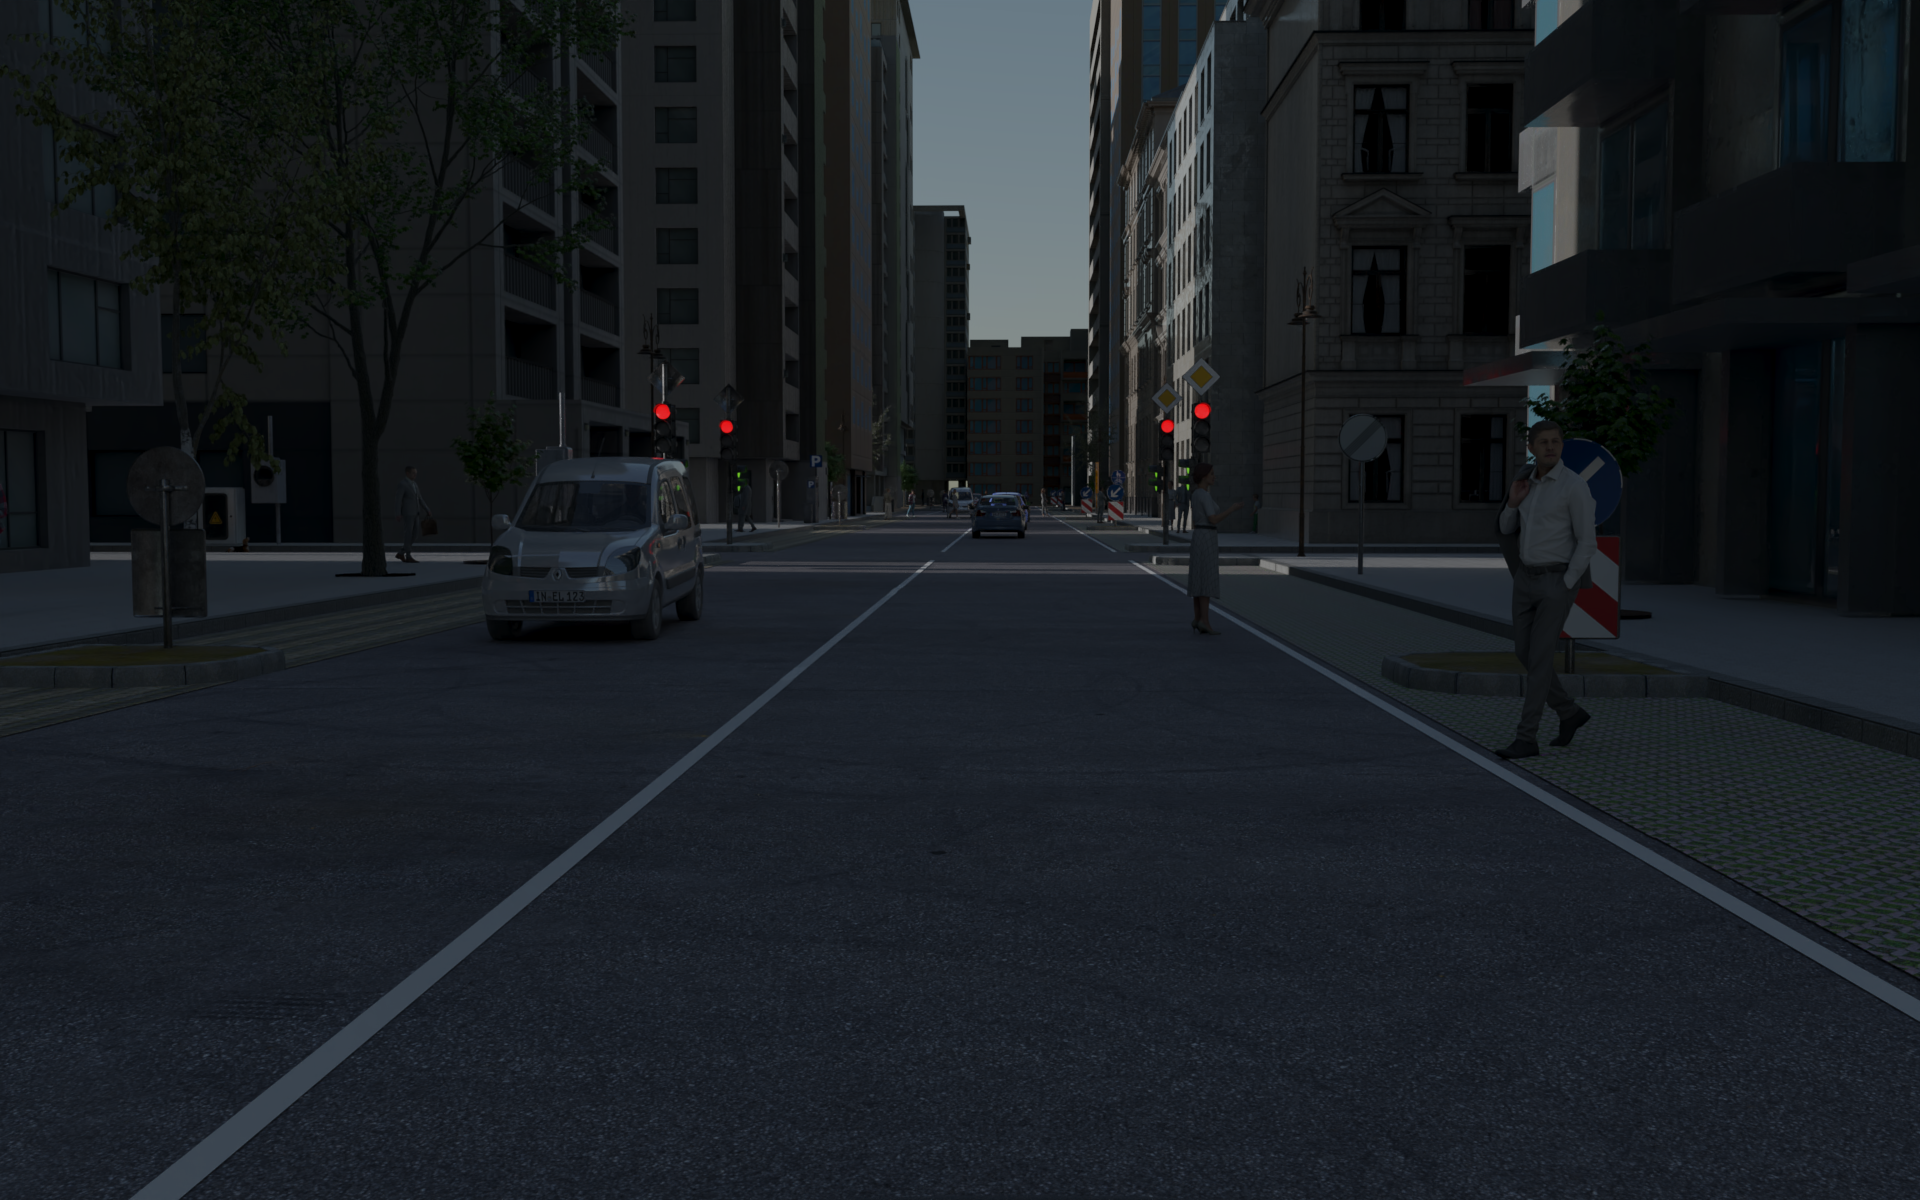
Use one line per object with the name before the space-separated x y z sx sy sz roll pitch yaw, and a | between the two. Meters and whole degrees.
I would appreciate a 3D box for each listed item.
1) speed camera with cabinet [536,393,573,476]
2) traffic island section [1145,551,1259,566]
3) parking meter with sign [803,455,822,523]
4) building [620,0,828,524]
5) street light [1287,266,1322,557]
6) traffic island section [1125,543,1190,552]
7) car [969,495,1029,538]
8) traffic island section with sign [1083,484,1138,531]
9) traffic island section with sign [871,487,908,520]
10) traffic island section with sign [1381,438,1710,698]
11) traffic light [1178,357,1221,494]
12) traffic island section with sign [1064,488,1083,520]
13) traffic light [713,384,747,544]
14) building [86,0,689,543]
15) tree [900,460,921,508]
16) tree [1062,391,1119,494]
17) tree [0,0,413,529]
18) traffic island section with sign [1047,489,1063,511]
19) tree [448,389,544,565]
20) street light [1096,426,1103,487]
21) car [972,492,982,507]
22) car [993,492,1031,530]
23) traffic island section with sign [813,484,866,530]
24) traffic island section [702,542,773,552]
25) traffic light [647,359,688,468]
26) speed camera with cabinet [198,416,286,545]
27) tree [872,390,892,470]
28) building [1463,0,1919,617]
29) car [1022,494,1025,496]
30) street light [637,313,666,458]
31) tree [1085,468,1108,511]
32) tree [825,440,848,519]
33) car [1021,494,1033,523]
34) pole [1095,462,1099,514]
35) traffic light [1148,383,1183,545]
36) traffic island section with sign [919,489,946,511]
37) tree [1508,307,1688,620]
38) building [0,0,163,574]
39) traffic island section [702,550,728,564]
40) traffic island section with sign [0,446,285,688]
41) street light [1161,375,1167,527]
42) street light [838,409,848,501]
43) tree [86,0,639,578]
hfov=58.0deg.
speed camera with cabinet | -7.935 -2.463 34.600 0.660 3.252 2.038 0 4 1
traffic island section | 4.986 -0.832 35.886 2.009 0.180 2.903 0 4 2
parking meter with sign | -6.543 -4.916 76.632 0.543 3.016 1.738 0 4 8
building | -13.914 -18.846 79.839 14.160 30.474 14.107 0 4 2
street light | 7.002 -3.826 35.346 0.468 5.910 1.993 0 4 2
traffic island section | 5.233 -1.320 43.868 2.009 0.180 2.903 0 4 2
car | 1.282 -2.771 57.314 2.014 1.417 4.499 0 4 2
traffic island section with sign | 6.001 -3.659 68.454 1.989 1.847 2.006 0 4 2
traffic island section with sign | -3.944 -5.403 96.967 1.989 1.847 2.006 0 4 2
traffic island section with sign | 4.285 -0.272 13.074 1.989 1.847 2.006 0 4 2
traffic light | 4.947 -2.866 35.773 0.839 4.253 0.868 0 4 2
traffic island section with sign | 6.833 -5.307 95.397 1.989 1.847 2.006 0 4 2
traffic light | -5.863 -3.374 44.079 0.839 4.253 0.868 0 4 2
building | -19.672 -37.627 53.450 20.563 71.187 20.611 0 4 2
tree | -5.215 -11.044 164.284 4.285 4.588 4.351 0 3 0
tree | 9.465 -10.549 122.838 4.360 8.622 3.978 0 3 0
tree | -8.763 -4.264 20.077 4.737 8.622 4.395 0 3 0
traffic island section with sign | 8.382 -8.376 145.573 1.989 1.847 2.006 0 4 2
tree | -8.511 -2.283 31.925 1.663 3.219 1.824 0 3 0
street light | 9.517 -8.894 118.208 0.468 5.910 1.993 0 4 2
car | 1.147 -8.346 145.490 2.155 1.783 4.494 0 4 3
car | 1.875 -3.667 69.540 1.945 1.707 3.694 0 4 2
traffic island section with sign | -4.798 -3.728 69.576 1.989 1.847 2.006 0 4 2
traffic island section | -5.903 -1.342 44.215 2.009 0.180 2.903 0 4 2
traffic light | -6.110 -2.885 36.098 0.839 4.253 0.868 0 4 2
speed camera with cabinet | -18.145 -3.021 43.735 2.038 3.252 0.660 0 4 1
tree | -6.705 -9.988 113.659 4.360 8.622 3.978 0 3 0
building | 19.745 -24.368 18.028 23.786 49.044 30.456 0 4 2
car | 5.557 -9.377 165.311 2.014 1.417 4.499 0 3 0
street light | -7.877 -4.379 44.385 0.468 5.910 1.993 0 4 2
tree | 10.105 -8.249 129.474 1.663 3.219 1.824 0 3 0
tree | -7.604 -6.553 90.852 4.285 4.588 4.351 0 3 0
car | 2.702 -4.815 88.508 2.009 1.686 4.222 0 4 3
pole | 8.830 -7.200 111.557 0.158 3.312 0.155 0 3 0
traffic light | 5.193 -3.354 43.755 0.839 4.253 0.868 0 4 2
traffic island section with sign | -2.430 -8.402 145.994 1.989 1.847 2.006 0 4 2
tree | 6.577 -1.438 18.119 1.663 3.219 1.824 0 3 0
building | -21.456 -20.967 26.405 14.086 41.232 14.154 0 4 2
traffic island section | -6.150 -0.853 36.234 2.009 0.180 2.903 0 4 2
traffic island section with sign | -6.513 -0.308 13.661 1.989 1.847 2.006 0 4 2
street light | 7.946 -5.796 67.550 0.468 5.910 1.993 0 4 2
street light | -6.368 -7.458 94.725 0.468 5.910 1.993 0 4 2
tree | -9.047 -6.179 26.784 9.928 11.665 9.643 0 3 0
